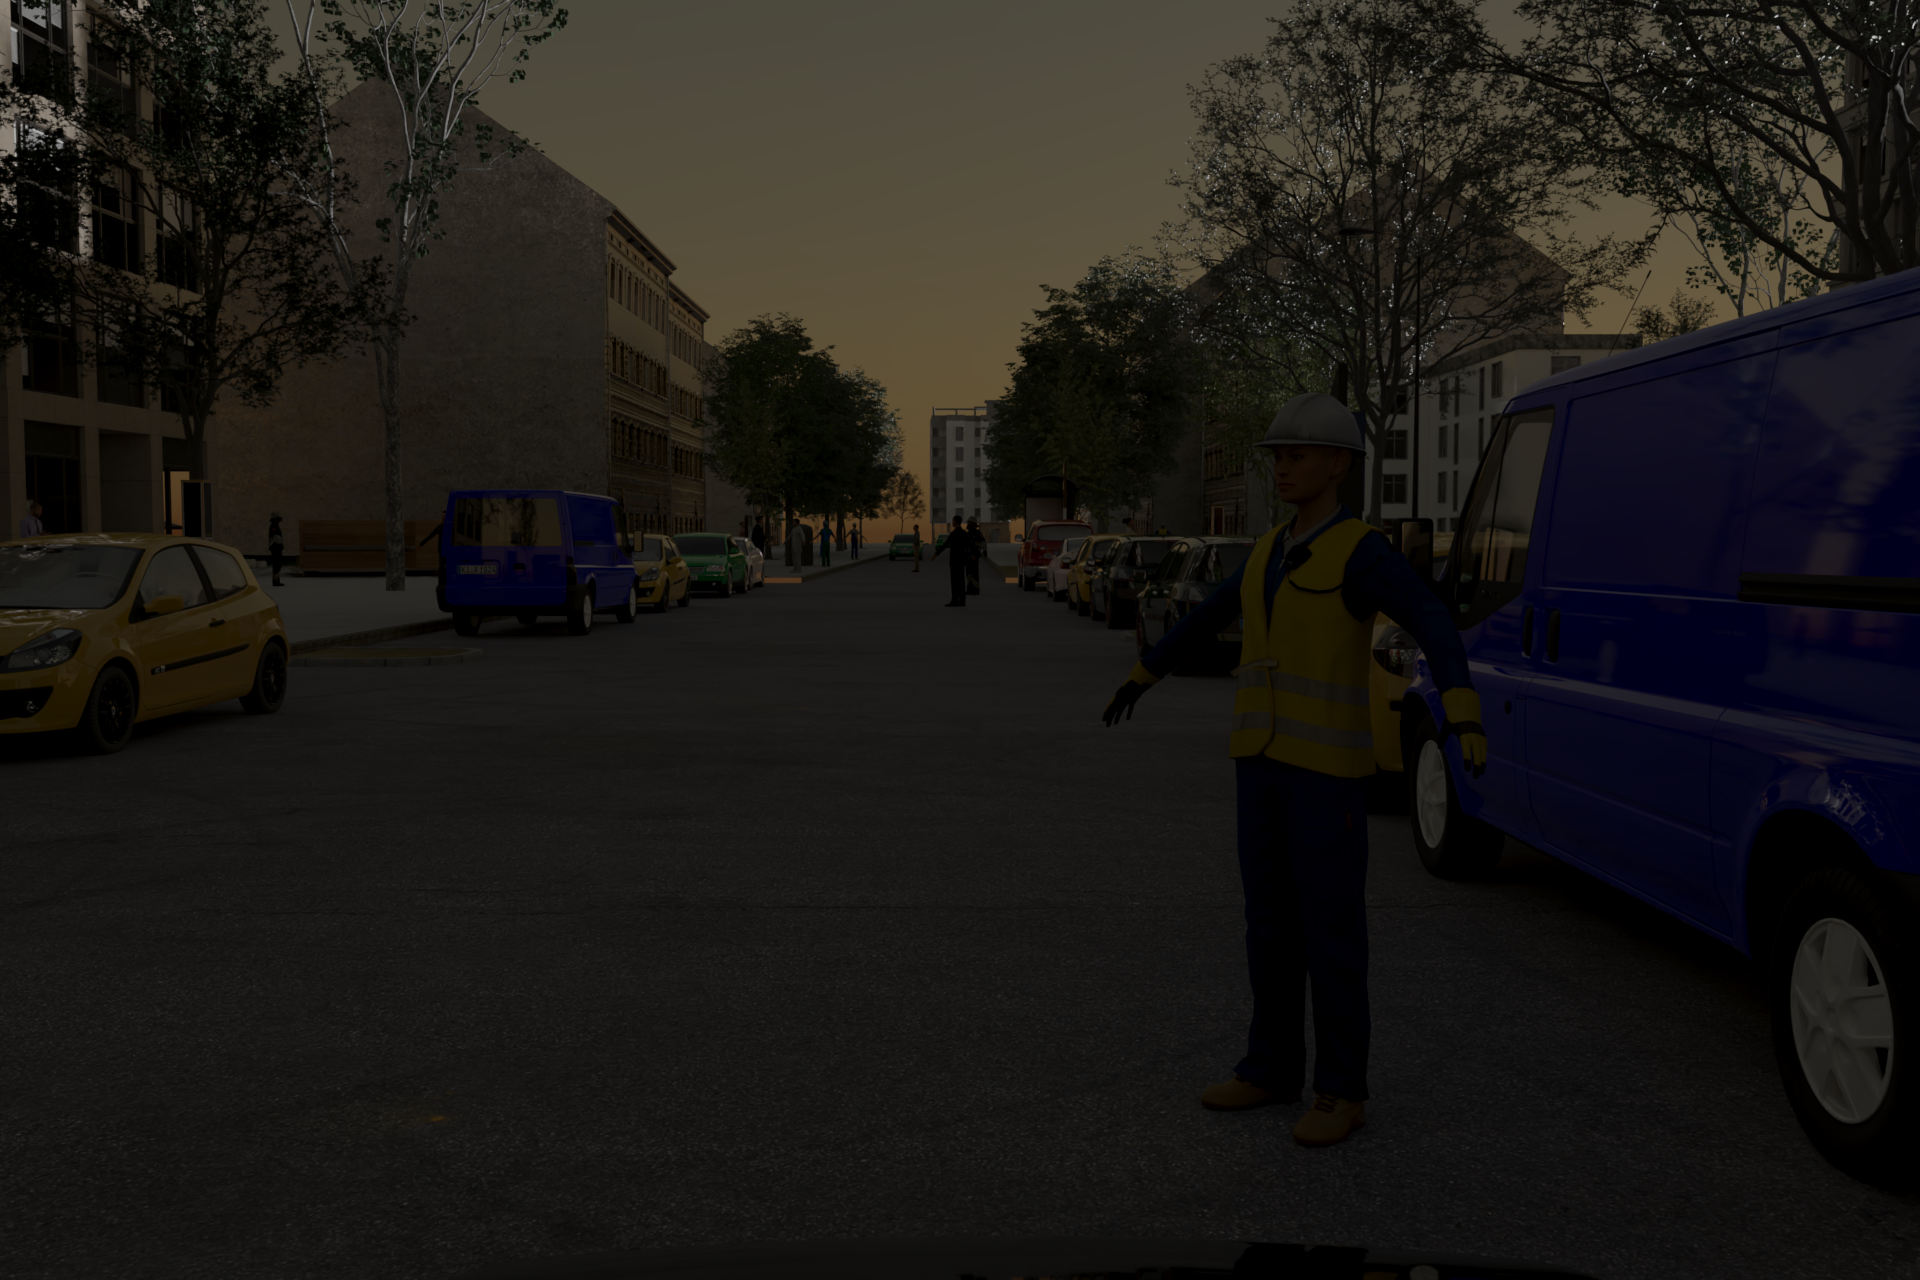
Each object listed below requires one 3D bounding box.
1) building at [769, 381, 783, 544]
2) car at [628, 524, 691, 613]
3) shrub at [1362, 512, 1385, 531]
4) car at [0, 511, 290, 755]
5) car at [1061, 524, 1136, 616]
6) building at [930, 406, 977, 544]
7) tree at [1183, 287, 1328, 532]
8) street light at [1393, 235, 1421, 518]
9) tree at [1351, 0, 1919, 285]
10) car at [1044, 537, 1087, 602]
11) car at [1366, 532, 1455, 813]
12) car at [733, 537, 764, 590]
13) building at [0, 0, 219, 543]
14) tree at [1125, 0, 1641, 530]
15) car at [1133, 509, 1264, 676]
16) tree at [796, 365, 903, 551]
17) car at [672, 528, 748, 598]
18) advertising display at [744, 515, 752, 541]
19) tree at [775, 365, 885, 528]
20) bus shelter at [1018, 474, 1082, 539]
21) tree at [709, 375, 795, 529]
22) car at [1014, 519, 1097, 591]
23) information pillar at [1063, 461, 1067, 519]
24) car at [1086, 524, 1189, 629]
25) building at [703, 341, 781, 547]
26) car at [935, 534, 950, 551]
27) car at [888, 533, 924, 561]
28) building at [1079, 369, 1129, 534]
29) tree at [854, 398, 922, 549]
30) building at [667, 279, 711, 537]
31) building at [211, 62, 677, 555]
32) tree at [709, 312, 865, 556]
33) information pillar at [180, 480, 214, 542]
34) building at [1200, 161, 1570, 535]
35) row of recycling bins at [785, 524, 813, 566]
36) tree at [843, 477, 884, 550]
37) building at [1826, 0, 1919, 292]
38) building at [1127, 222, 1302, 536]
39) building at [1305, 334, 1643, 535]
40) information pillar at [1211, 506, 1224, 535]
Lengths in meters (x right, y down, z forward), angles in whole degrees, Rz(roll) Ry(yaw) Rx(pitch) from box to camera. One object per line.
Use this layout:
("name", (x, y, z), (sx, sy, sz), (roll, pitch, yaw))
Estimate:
("building", (-28.256, -21.893, 214.369), (16.016, 20.090, 11.380), (0, 3, 0))
("car", (-6.186, -1.378, 32.754), (2.015, 1.641, 3.980), (0, 4, 0))
("shrub", (14.623, -3.557, 62.202), (1.661, 2.075, 1.752), (0, 3, 0))
("car", (-6.335, -0.137, 12.466), (2.015, 1.641, 3.980), (0, 4, 0))
("car", (2.887, -1.309, 31.625), (2.015, 1.641, 3.980), (0, 3, 0))
("building", (-4.044, -23.828, 248.456), (11.380, 20.090, 16.016), (0, 4, 4))
("tree", (8.773, -6.080, 49.770), (4.737, 8.622, 4.395), (0, 3, 0))
("street light", (7.485, -3.290, 26.334), (1.470, 5.913, 1.316), (0, 3, 0))
("tree", (9.044, -6.488, 16.455), (12.009, 13.543, 11.850), (0, 3, 0))
("car", (2.903, -1.573, 38.075), (2.083, 1.381, 4.827), (0, 4, 0))
("car", (2.828, -0.007, 10.331), (2.015, 1.641, 3.980), (0, 4, 0))
("car", (-6.252, -2.039, 45.698), (2.083, 1.381, 4.827), (0, 4, 0))
("building", (-32.541, -14.238, 35.986), (19.351, 26.588, 34.151), (0, 3, 0))
("tree", (8.800, -7.705, 36.347), (12.009, 13.543, 11.850), (0, 3, 0))
("car", (2.946, -0.556, 18.881), (2.009, 1.686, 4.222), (0, 4, -1))
("tree", (-8.882, -13.594, 128.909), (9.857, 13.997, 8.962), (0, 3, 0))
("car", (-6.039, -1.933, 40.405), (1.959, 1.807, 4.718), (0, 4, 0))
("advertising display", (-7.163, -3.270, 58.684), (0.123, 1.923, 0.974), (0, 4, 2))
("tree", (-8.827, -12.068, 115.440), (7.486, 12.596, 7.792), (0, 3, 0))
("bus shelter", (3.132, -4.111, 61.139), (2.014, 3.302, 5.546), (0, 4, 0))
("tree", (-9.348, -7.888, 79.323), (4.737, 8.622, 4.395), (0, 3, 0))
("car", (2.578, -2.218, 44.945), (2.281, 1.827, 5.304), (0, 4, 0))
("information pillar", (3.356, -3.925, 55.527), (0.183, 3.616, 0.504), (0, 4, 0))
("car", (3.043, -1.083, 27.499), (2.009, 1.686, 4.222), (0, 4, -1))
("building", (-29.233, -21.433, 181.362), (19.493, 23.208, 18.063), (0, 4, 1))
("car", (-1.285, -8.678, 150.686), (1.959, 1.807, 4.718), (0, 4, -1))
("car", (-2.952, -5.271, 94.970), (1.959, 1.807, 4.718), (0, 3, 0))
("building", (23.858, -22.672, 201.607), (19.493, 23.208, 18.063), (0, 3, 0))
("tree", (-8.892, -14.867, 153.437), (12.009, 13.543, 11.850), (0, 3, 0))
("building", (-26.955, -17.124, 110.913), (19.493, 23.208, 18.063), (0, 3, 0))
("building", (-25.656, -15.787, 89.045), (19.493, 23.208, 18.063), (0, 4, 0))
("tree", (-9.694, -11.766, 99.036), (9.857, 13.997, 8.962), (0, 3, 0))
("information pillar", (-10.377, -1.169, 23.599), (0.304, 2.012, 0.304), (0, 3, 0))
("building", (26.059, -17.093, 110.396), (19.493, 23.208, 18.063), (0, 4, 0))
("row of recycling bins", (-6.503, -3.874, 70.446), (1.069, 1.692, 3.534), (0, 4, 0))
("tree", (-9.607, -12.626, 140.850), (7.601, 10.594, 8.767), (2, 4, 26))
("building", (26.946, -11.663, 37.365), (8.464, 21.280, 15.925), (0, 4, 0))
("building", (22.677, -18.227, 128.947), (19.493, 23.208, 18.063), (0, 4, 0))
("building", (24.179, -8.851, 86.857), (9.099, 9.664, 28.070), (0, 4, 0))
("information pillar", (6.804, -2.525, 45.774), (0.304, 2.012, 0.304), (0, 3, 0))
